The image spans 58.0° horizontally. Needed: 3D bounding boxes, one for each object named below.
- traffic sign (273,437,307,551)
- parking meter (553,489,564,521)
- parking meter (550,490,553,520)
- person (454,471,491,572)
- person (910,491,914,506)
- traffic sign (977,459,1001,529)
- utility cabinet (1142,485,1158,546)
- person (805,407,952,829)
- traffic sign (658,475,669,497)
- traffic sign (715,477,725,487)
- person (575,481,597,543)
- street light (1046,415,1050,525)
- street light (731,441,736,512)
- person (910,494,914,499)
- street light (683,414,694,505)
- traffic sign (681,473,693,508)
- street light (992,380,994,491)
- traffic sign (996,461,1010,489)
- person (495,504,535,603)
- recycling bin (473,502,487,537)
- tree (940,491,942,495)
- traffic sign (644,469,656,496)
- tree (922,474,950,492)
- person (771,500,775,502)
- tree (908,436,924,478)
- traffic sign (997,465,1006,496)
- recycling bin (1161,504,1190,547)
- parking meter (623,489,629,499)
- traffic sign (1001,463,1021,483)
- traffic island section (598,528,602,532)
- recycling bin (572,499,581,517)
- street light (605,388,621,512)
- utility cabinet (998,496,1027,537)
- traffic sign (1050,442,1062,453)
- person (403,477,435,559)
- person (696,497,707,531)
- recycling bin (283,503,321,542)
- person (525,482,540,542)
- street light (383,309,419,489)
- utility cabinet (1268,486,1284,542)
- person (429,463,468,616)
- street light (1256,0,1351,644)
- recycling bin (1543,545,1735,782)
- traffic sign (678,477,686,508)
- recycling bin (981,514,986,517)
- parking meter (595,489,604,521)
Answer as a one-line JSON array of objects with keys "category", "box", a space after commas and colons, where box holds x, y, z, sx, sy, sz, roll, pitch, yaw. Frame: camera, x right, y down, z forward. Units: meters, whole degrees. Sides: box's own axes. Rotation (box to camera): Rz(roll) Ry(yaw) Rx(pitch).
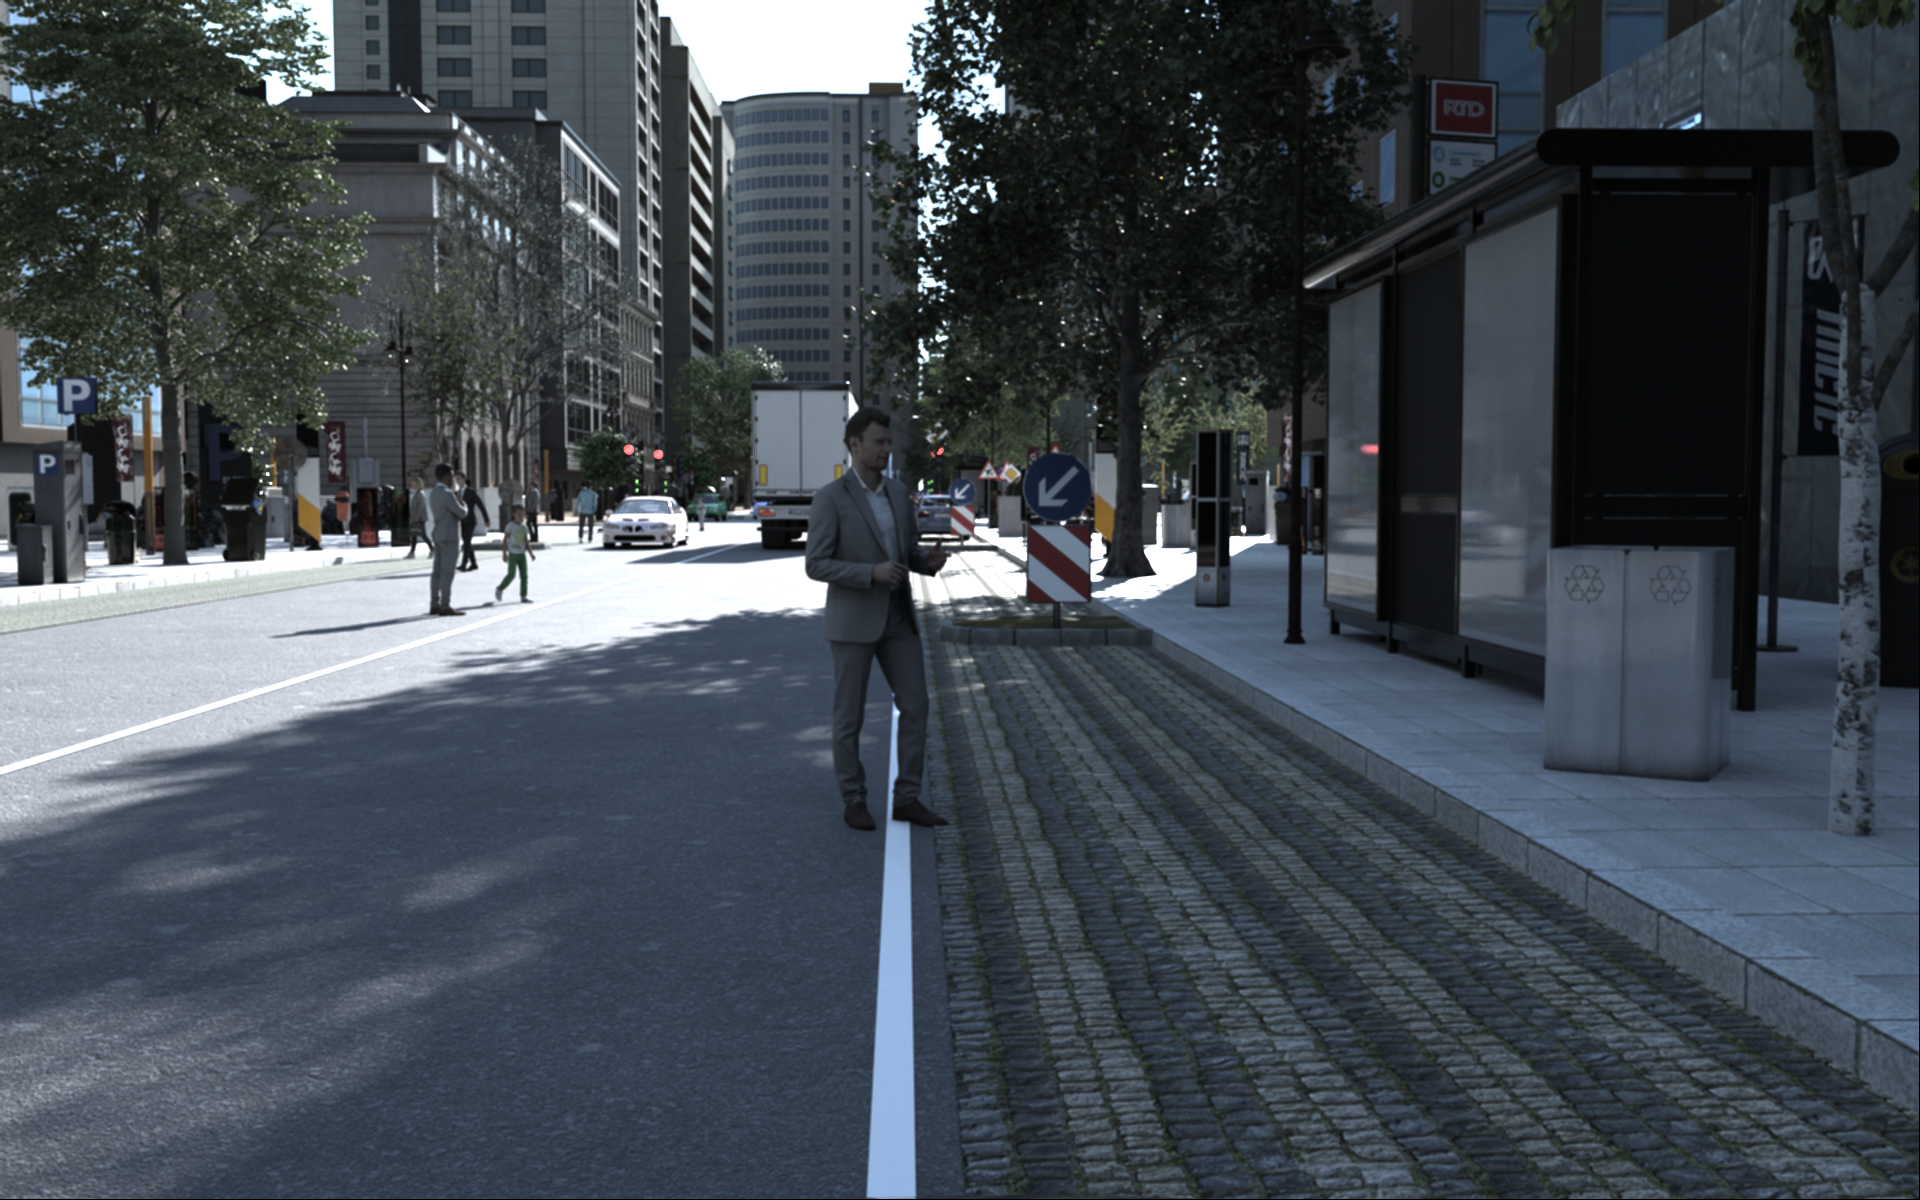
[{"category": "traffic sign", "box": [-15.072, -2.378, 38.981, 0.768, 2.556, 0.104, 0, 4, 3]}, {"category": "parking meter", "box": [-18.945, -4.502, 82.019, 0.372, 1.533, 0.369, 0, 3, 0]}, {"category": "parking meter", "box": [-20.166, -4.747, 86.016, 0.372, 1.533, 0.369, 0, 3, 0]}, {"category": "person", "box": [-9.163, -1.452, 32.019, 0.659, 1.850, 0.755, 2, 4, 27]}, {"category": "person", "box": [-5.034, -10.525, 181.142, 0.434, 1.755, 0.990, 1, 4, 13]}, {"category": "traffic sign", "box": [1.054, -3.868, 63.250, 0.884, 2.594, 0.081, 0, 4, 0]}, {"category": "utility cabinet", "box": [4.295, -2.041, 42.049, 1.173, 1.500, 0.318, -3, 5, -39]}, {"category": "person", "box": [-0.324, 0.080, 7.397, 0.583, 1.804, 0.606, 3, 5, 43]}, {"category": "traffic sign", "box": [-15.663, -5.469, 91.555, 0.606, 2.300, 0.079, 0, 4, 7]}, {"category": "traffic sign", "box": [-18.096, -7.987, 130.698, 0.768, 2.556, 0.104, 0, 4, -1]}, {"category": "person", "box": [-10.904, -2.566, 50.473, 0.660, 1.820, 0.620, 0, 4, -4]}, {"category": "street light", "box": [2.067, -4.140, 40.470, 0.468, 5.910, 1.993, 0, 4, -2]}, {"category": "street light", "box": [-16.568, -9.398, 126.440, 0.468, 5.910, 1.993, 0, 4, -2]}, {"category": "person", "box": [-5.127, -10.244, 179.182, 0.628, 1.438, 0.799, 3, 4, 37]}, {"category": "street light", "box": [-15.764, -7.826, 100.751, 0.468, 5.910, 1.993, 0, 4, -2]}, {"category": "traffic sign", "box": [-16.709, -6.470, 105.887, 0.768, 2.556, 0.104, 0, 4, 4]}, {"category": "street light", "box": [1.249, -5.711, 66.159, 0.468, 5.910, 1.993, 0, 4, -2]}, {"category": "traffic sign", "box": [1.851, -4.156, 67.948, 0.884, 2.594, 0.081, 0, 4, 7]}, {"category": "person", "box": [-5.899, -0.624, 22.944, 0.590, 1.304, 0.306, 2, 4, 27]}, {"category": "recycling bin", "box": [-14.768, -2.439, 52.439, 0.722, 1.027, 0.722, -2, 4, -30]}, {"category": "tree", "box": [-2.240, -14.256, 183.454, 4.737, 8.622, 4.395, 0, 3, 0]}, {"category": "traffic sign", "box": [-16.037, -5.455, 89.302, 0.768, 2.556, 0.104, 0, 4, 4]}, {"category": "tree", "box": [-1.986, -11.390, 169.942, 4.285, 4.588, 4.351, 0, 3, 0]}, {"category": "person", "box": [-9.027, -4.674, 85.263, 0.374, 1.781, 0.599, -3, 5, -43]}, {"category": "tree", "box": [-3.668, -17.009, 212.506, 7.601, 10.594, 8.767, -3, 5, -42]}, {"category": "traffic sign", "box": [1.977, -4.641, 75.989, 0.768, 2.556, 0.104, 0, 4, 5]}, {"category": "recycling bin", "box": [5.393, -1.817, 42.255, 0.722, 1.027, 0.722, -2, 4, -26]}, {"category": "parking meter", "box": [-21.292, -6.310, 111.571, 0.372, 1.533, 0.369, 0, 3, 0]}, {"category": "traffic sign", "box": [1.912, -3.893, 64.843, 0.795, 2.450, 0.064, 0, 4, 2]}, {"category": "traffic island section", "box": [-12.696, -2.718, 66.726, 2.009, 0.180, 2.903, 0, 4, -2]}, {"category": "recycling bin", "box": [-21.593, -5.257, 98.511, 0.722, 1.027, 0.722, -2, 4, -32]}, {"category": "street light", "box": [-14.965, -6.236, 74.752, 0.468, 5.910, 1.993, 0, 4, -2]}, {"category": "utility cabinet", "box": [1.661, -2.509, 52.181, 1.020, 1.237, 0.306, 0, 4, 4]}, {"category": "traffic sign", "box": [2.365, -2.630, 43.003, 0.884, 2.594, 0.081, 0, 4, 4]}, {"category": "person", "box": [-11.894, -1.801, 38.134, 0.728, 1.800, 0.709, -2, 4, -25]}, {"category": "person", "box": [-10.013, -3.317, 67.012, 0.425, 1.301, 0.394, 0, 4, 6]}, {"category": "recycling bin", "box": [-17.731, -2.088, 46.691, 0.722, 1.027, 0.722, 1, 4, 10]}, {"category": "person", "box": [-12.641, -2.598, 51.158, 0.473, 1.802, 0.592, 0, 4, 3]}, {"category": "street light", "box": [-13.994, -4.326, 43.526, 0.468, 5.910, 1.993, 0, 4, -2]}, {"category": "utility cabinet", "box": [8.453, -2.278, 45.917, 0.318, 1.500, 1.173, 0, 4, -1]}, {"category": "person", "box": [-6.042, -0.725, 20.542, 0.511, 1.800, 0.466, 3, 4, 37]}, {"category": "street light", "box": [2.879, -2.565, 14.728, 0.468, 5.910, 1.993, 0, 4, -2]}, {"category": "recycling bin", "box": [3.202, 0.269, 8.158, 0.722, 1.027, 0.722, 2, 4, 32]}, {"category": "traffic sign", "box": [-17.142, -6.394, 106.674, 0.606, 2.300, 0.079, 0, 4, 0]}, {"category": "recycling bin", "box": [1.221, -5.234, 98.131, 0.722, 1.027, 0.722, 1, 4, 12]}, {"category": "parking meter", "box": [-18.956, -5.061, 91.159, 0.372, 1.533, 0.369, 0, 3, 0]}]
